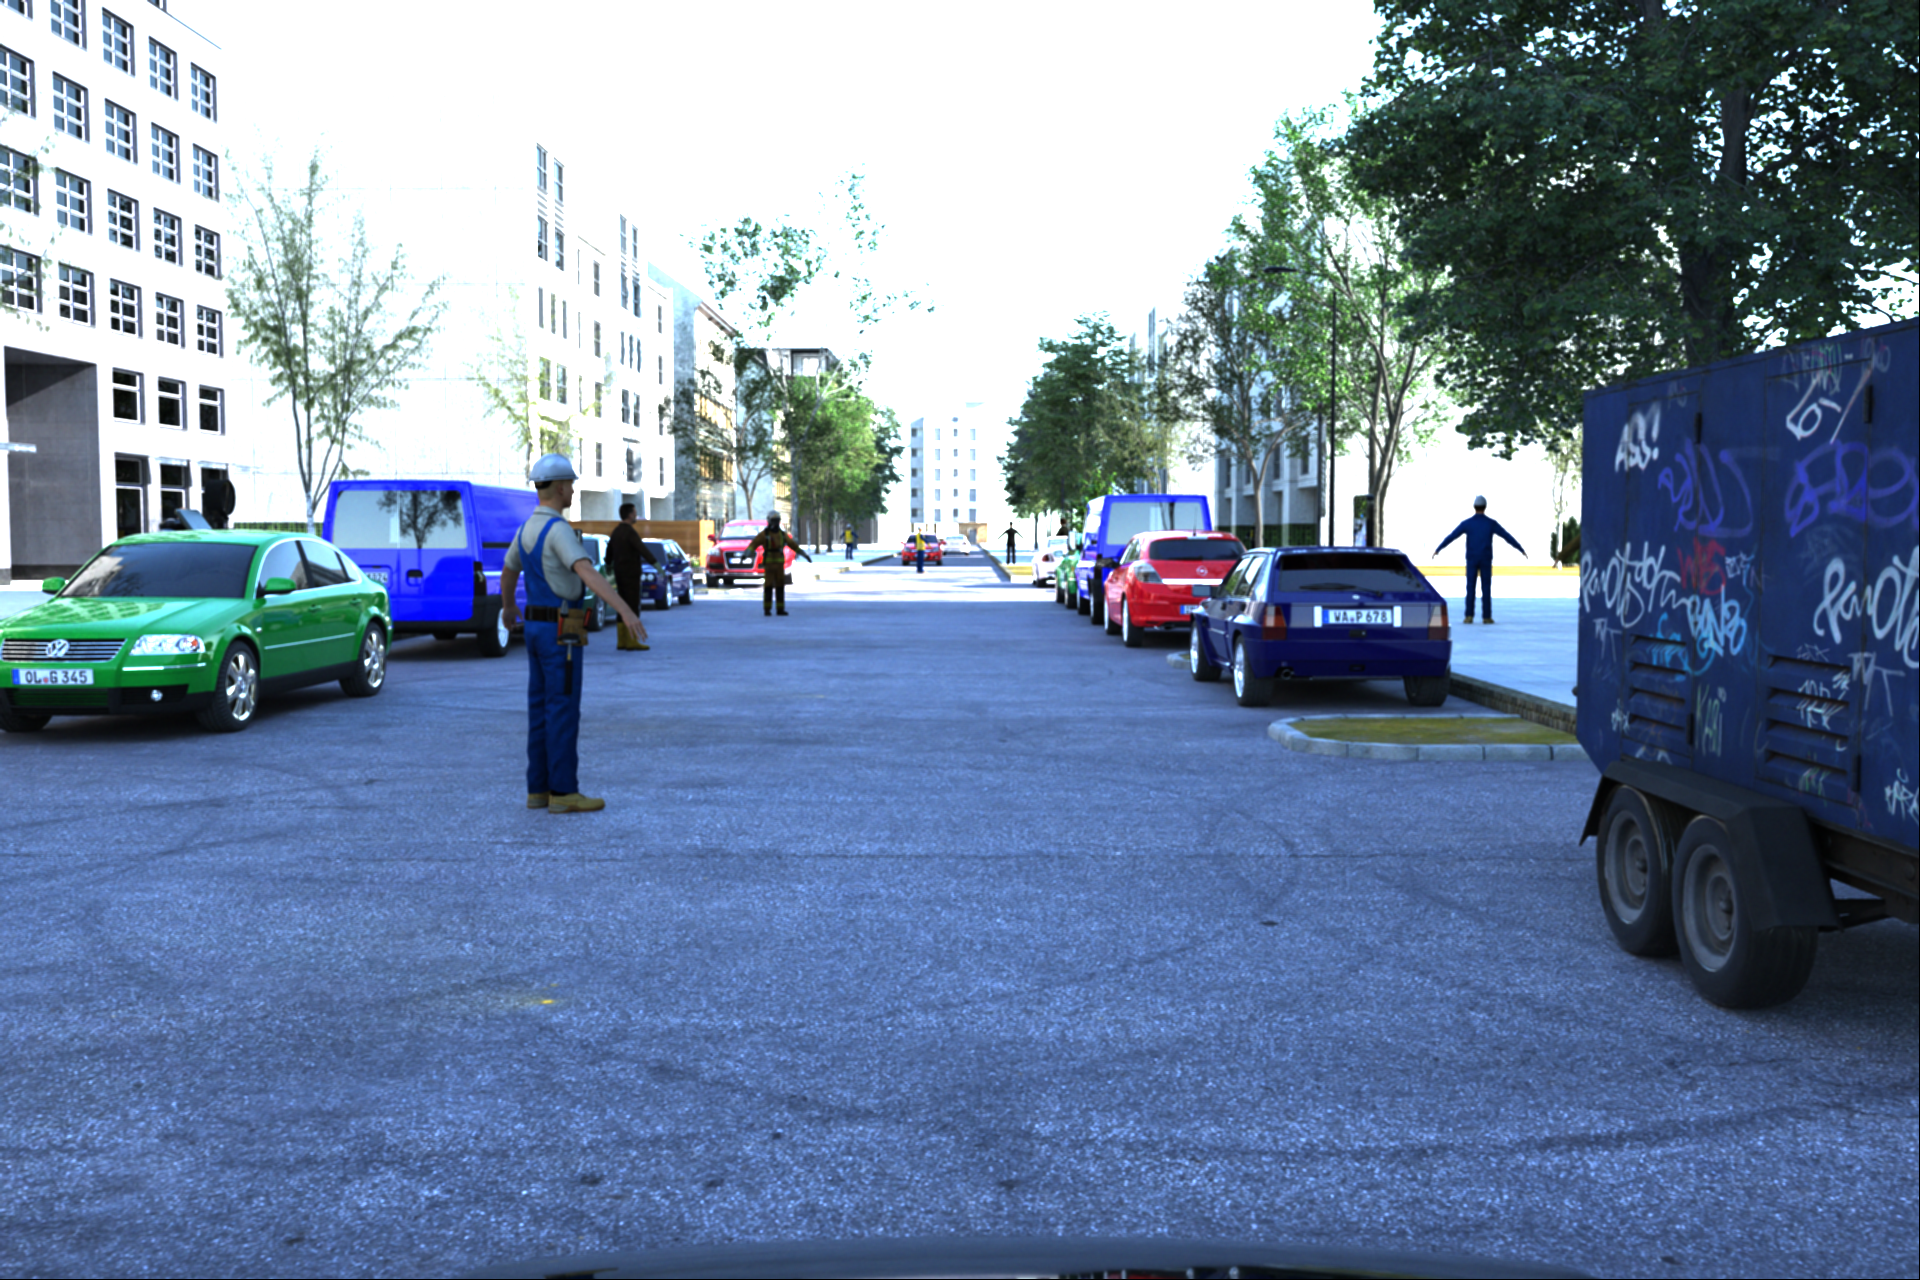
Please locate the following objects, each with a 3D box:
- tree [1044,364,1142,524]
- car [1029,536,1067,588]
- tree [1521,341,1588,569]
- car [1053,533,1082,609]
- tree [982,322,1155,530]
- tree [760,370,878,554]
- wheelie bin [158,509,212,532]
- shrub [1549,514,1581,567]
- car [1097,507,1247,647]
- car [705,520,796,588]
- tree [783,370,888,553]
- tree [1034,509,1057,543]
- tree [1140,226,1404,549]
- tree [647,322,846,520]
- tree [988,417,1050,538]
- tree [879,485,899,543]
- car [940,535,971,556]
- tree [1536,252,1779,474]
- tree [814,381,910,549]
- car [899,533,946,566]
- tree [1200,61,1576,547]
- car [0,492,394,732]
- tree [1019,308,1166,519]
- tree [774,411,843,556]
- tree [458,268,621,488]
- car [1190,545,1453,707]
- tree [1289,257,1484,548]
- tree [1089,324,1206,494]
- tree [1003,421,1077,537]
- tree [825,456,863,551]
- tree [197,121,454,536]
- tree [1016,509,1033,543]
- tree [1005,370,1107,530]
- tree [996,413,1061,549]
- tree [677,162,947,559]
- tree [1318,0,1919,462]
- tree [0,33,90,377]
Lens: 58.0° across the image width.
[{"bbox_3d":[6.272,-7.608,74.751,4.360,8.622,3.978,0,3,0],"label":"tree"},{"bbox_3d":[2.966,-2.155,47.594,2.083,1.381,4.827,0,3,0],"label":"car"},{"bbox_3d":[21.635,-6.891,63.027,4.360,8.622,3.978,0,3,0],"label":"tree"},{"bbox_3d":[2.891,-1.580,34.625,1.959,1.807,4.718,0,4,-1],"label":"car"},{"bbox_3d":[6.462,-11.691,101.511,12.009,13.543,11.850,0,3,0],"label":"tree"},{"bbox_3d":[-9.065,-11.258,109.818,9.928,11.665,9.643,0,3,0],"label":"tree"},{"bbox_3d":[-9.834,-0.866,22.072,0.693,1.594,0.980,0,3,0],"label":"wheelie bin"},{"bbox_3d":[23.673,-3.862,67.188,1.661,2.075,1.752,0,3,0],"label":"shrub"},{"bbox_3d":[2.966,-0.879,23.405,2.155,1.783,4.494,0,4,0],"label":"car"},{"bbox_3d":[-5.681,-2.367,47.371,2.281,1.827,5.304,0,3,0],"label":"car"},{"bbox_3d":[-8.710,-12.359,120.200,7.486,12.596,7.792,0,3,0],"label":"tree"},{"bbox_3d":[11.207,-19.362,242.317,9.928,11.665,9.643,0,3,0],"label":"tree"},{"bbox_3d":[9.100,-7.177,51.754,8.767,10.594,7.601,1,4,21],"label":"tree"},{"bbox_3d":[-9.170,-8.664,76.074,8.767,10.594,7.601,-2,4,-24],"label":"tree"},{"bbox_3d":[6.536,-12.156,133.156,7.601,10.594,8.767,3,4,37],"label":"tree"},{"bbox_3d":[-10.203,-17.921,243.367,4.360,8.622,3.978,0,3,0],"label":"tree"},{"bbox_3d":[-0.307,-6.271,114.884,2.083,1.381,4.827,0,4,1],"label":"car"},{"bbox_3d":[22.317,-7.321,54.109,8.767,10.594,7.601,0,4,3],"label":"tree"},{"bbox_3d":[-8.959,-14.579,145.023,9.857,13.997,8.962,0,3,0],"label":"tree"},{"bbox_3d":[-1.719,-4.327,79.787,2.155,1.783,4.494,0,4,1],"label":"car"},{"bbox_3d":[9.311,-6.870,38.079,9.928,11.665,9.643,0,3,0],"label":"tree"},{"bbox_3d":[-6.061,-0.314,13.930,1.959,1.807,4.718,0,4,1],"label":"car"},{"bbox_3d":[6.575,-10.326,86.962,7.486,12.596,7.792,0,3,0],"label":"tree"},{"bbox_3d":[-8.734,-9.157,100.084,4.360,8.622,3.978,0,3,0],"label":"tree"},{"bbox_3d":[-12.334,-6.025,48.871,4.360,8.622,3.978,0,3,0],"label":"tree"},{"bbox_3d":[3.151,-0.192,15.728,1.945,1.354,3.894,0,4,-1],"label":"car"},{"bbox_3d":[15.479,-8.384,62.840,9.928,11.665,9.643,0,3,0],"label":"tree"},{"bbox_3d":[7.219,-6.705,59.985,4.360,8.622,3.978,0,3,0],"label":"tree"},{"bbox_3d":[6.687,-11.510,122.603,7.601,10.594,8.767,-1,4,-17],"label":"tree"},{"bbox_3d":[-8.806,-10.935,129.155,4.737,8.622,4.395,0,3,0],"label":"tree"},{"bbox_3d":[-12.136,-4.979,31.771,4.360,8.622,3.978,0,3,0],"label":"tree"},{"bbox_3d":[10.158,-18.290,249.397,4.360,8.622,3.978,0,3,0],"label":"tree"},{"bbox_3d":[6.634,-11.931,113.198,7.486,12.596,7.792,0,3,0],"label":"tree"},{"bbox_3d":[6.702,-13.956,146.314,7.486,12.596,7.792,0,3,0],"label":"tree"},{"bbox_3d":[-7.531,-14.213,88.267,12.611,20.169,13.585,0,3,0],"label":"tree"},{"bbox_3d":[9.051,-6.982,20.812,9.857,13.997,8.962,0,3,0],"label":"tree"},{"bbox_3d":[-12.717,-4.249,19.833,4.360,8.622,3.978,0,3,0],"label":"tree"}]
